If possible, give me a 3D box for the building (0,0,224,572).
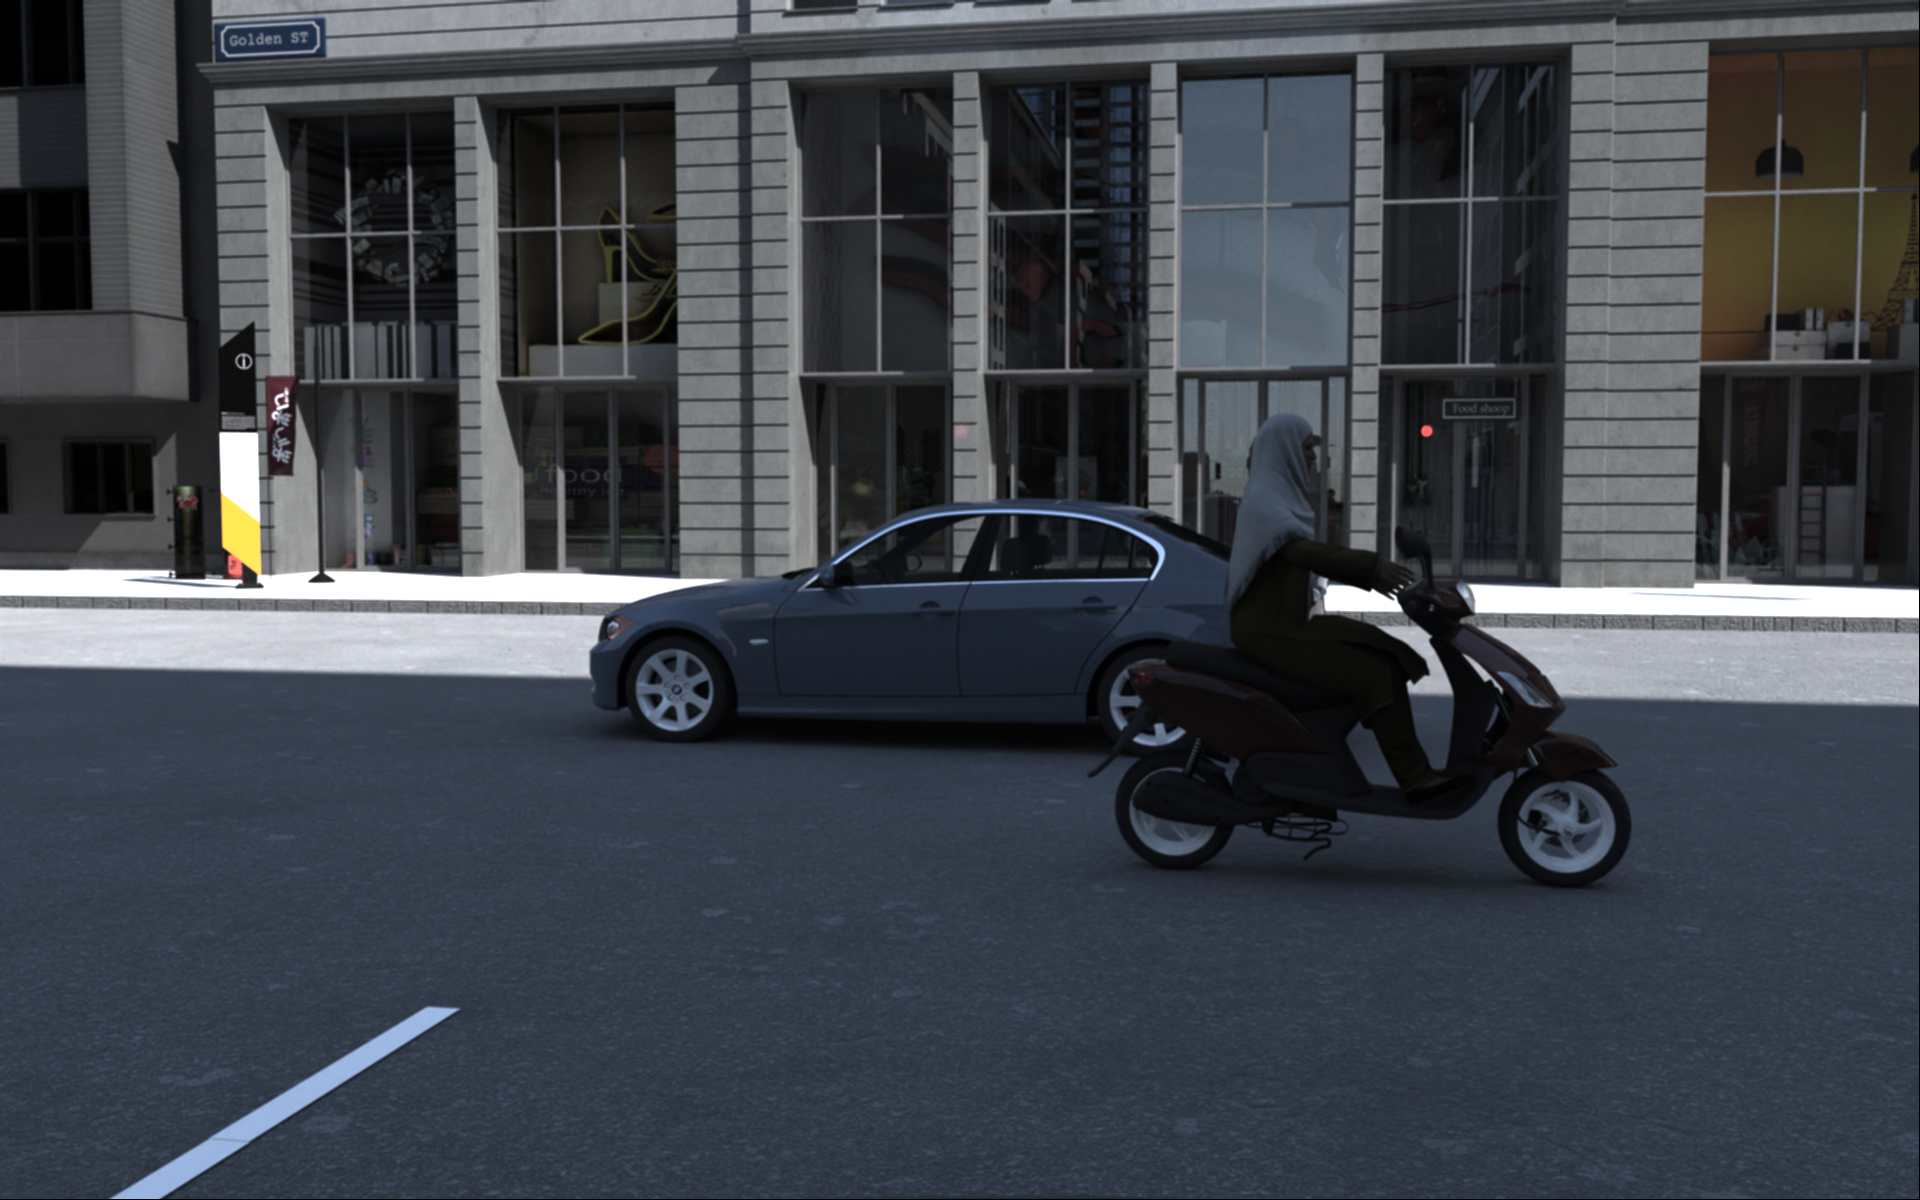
[{"bbox_3d":[-25.412,-13.250,35.704,30.058,24.678,14.314,1,4,10],"label":"building"}]

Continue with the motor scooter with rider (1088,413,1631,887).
[{"bbox_3d":[1.460,0.155,6.431,1.986,1.779,0.876,1,4,12],"label":"motor scooter with rider"}]

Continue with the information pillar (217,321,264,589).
[{"bbox_3d":[-9.730,-1.960,23.408,0.504,3.616,0.183,-2,4,-27],"label":"information pillar"}]

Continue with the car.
[{"bbox_3d":[0.000,0.096,10.432,4.499,1.417,2.014,1,4,12],"label":"car"}]

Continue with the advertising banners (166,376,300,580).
[{"bbox_3d":[-10.803,-1.811,25.796,2.074,3.025,0.090,0,4,4],"label":"advertising banners"}]

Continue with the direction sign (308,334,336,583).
[{"bbox_3d":[-9.272,-2.022,25.058,0.379,3.537,0.876,-1,4,-21],"label":"direction sign"}]

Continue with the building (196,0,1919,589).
[{"bbox_3d":[3.841,-15.391,29.143,29.804,29.767,11.434,1,4,10],"label":"building"}]
